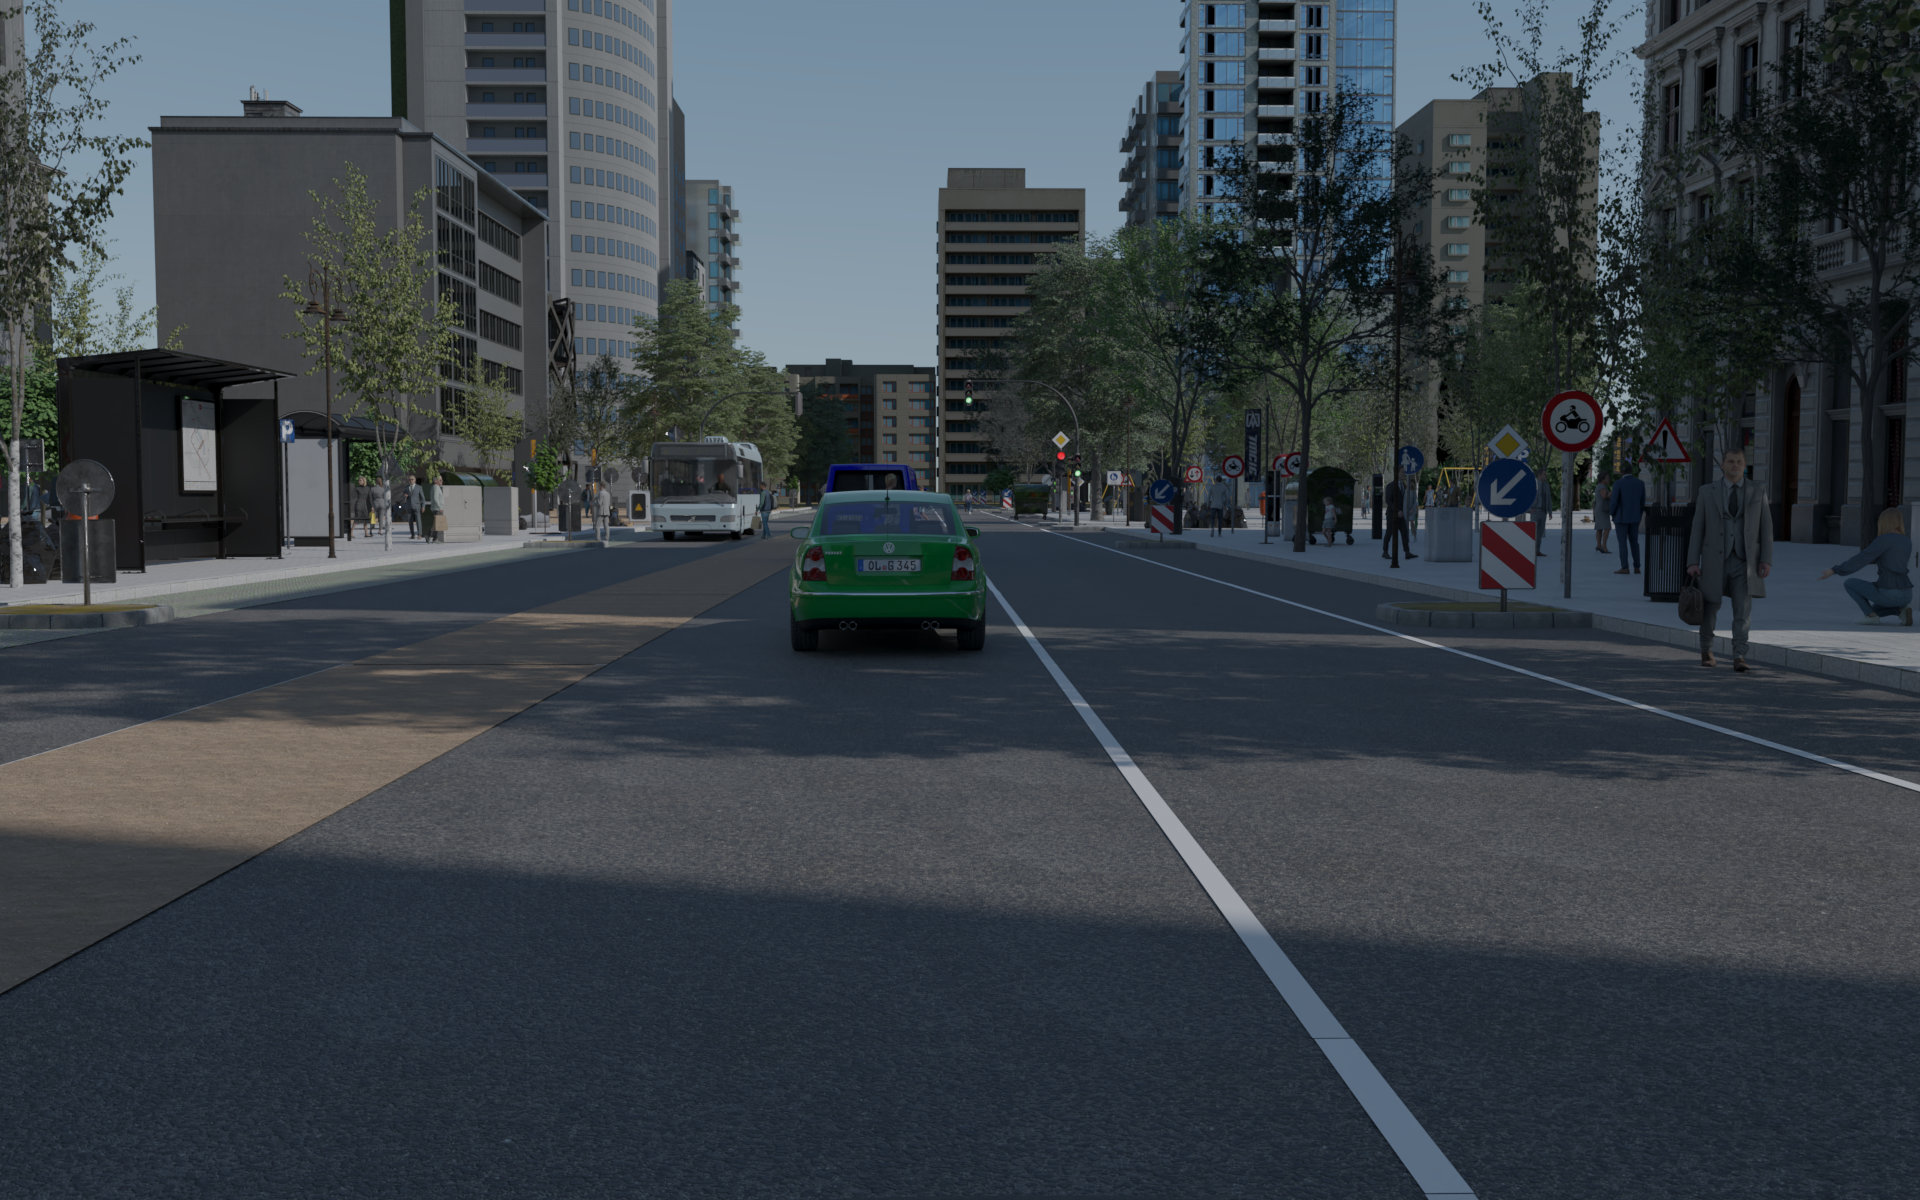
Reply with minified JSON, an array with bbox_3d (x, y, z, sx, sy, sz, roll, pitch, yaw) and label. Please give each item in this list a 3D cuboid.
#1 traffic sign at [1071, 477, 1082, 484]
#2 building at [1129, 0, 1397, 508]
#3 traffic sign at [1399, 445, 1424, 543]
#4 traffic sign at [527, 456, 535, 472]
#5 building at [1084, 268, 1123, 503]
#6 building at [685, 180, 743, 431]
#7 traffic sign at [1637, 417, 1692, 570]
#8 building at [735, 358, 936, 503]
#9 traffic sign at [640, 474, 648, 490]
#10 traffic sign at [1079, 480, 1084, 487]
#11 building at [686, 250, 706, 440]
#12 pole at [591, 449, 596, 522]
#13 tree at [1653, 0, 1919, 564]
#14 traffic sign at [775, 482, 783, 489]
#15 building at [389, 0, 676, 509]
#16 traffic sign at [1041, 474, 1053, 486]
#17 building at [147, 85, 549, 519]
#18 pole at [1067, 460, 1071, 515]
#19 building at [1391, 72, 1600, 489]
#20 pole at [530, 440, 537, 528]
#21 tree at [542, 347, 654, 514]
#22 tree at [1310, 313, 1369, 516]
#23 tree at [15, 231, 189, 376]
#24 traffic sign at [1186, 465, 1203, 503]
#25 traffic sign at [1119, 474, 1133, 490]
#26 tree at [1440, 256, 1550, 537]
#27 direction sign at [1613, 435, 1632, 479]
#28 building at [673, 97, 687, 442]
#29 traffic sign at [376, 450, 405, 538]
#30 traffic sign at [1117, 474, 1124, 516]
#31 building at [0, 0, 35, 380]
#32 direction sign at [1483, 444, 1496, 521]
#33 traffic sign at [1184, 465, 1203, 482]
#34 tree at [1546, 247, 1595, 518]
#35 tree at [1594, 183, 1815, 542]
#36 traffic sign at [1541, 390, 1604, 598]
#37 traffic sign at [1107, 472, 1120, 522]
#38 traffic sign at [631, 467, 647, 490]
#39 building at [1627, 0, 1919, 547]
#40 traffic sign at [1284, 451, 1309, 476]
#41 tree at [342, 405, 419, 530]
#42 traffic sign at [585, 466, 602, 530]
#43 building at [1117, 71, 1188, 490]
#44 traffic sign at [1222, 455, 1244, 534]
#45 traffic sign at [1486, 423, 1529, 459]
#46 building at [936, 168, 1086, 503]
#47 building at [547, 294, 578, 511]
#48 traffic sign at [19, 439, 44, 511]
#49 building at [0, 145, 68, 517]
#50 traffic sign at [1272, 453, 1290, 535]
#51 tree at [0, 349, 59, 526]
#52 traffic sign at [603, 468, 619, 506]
[{"bbox_3d":[7.452,-6.801,110.931,0.795,2.593,0.064,0,4,4],"label":"traffic sign"},{"bbox_3d":[29.592,-52.283,167.499,22.319,86.520,31.000,0,4,-1],"label":"building"},{"bbox_3d":[11.779,-2.777,45.503,0.768,2.556,0.104,1,4,8],"label":"traffic sign"},{"bbox_3d":[-14.294,-3.580,58.264,0.795,2.593,0.064,0,4,0],"label":"traffic sign"},{"bbox_3d":[29.903,-35.145,266.502,23.993,40.220,32.217,0,4,-1],"label":"building"},{"bbox_3d":[-47.796,-39.148,259.683,30.456,49.044,23.786,0,4,-1],"label":"building"},{"bbox_3d":[11.910,-1.794,29.344,0.884,2.594,0.081,0,4,5],"label":"traffic sign"},{"bbox_3d":[-18.179,-25.601,263.612,28.899,21.520,27.650,0,4,-1],"label":"building"},{"bbox_3d":[-18.123,-6.042,98.890,0.768,2.556,0.104,0,4,7],"label":"traffic sign"},{"bbox_3d":[8.820,-7.849,128.070,0.795,2.593,0.064,0,4,2],"label":"traffic sign"},{"bbox_3d":[-37.615,-26.570,206.119,14.107,30.474,14.160,0,4,-1],"label":"building"},{"bbox_3d":[-16.705,-5.208,78.996,0.158,3.312,0.155,0,3,0],"label":"pole"},{"bbox_3d":[16.313,-5.937,31.478,7.601,10.594,8.767,0,4,2],"label":"tree"},{"bbox_3d":[-15.054,-8.676,143.987,0.606,2.300,0.079,0,4,-1],"label":"traffic sign"},{"bbox_3d":[-39.686,-38.082,164.648,21.231,58.520,28.212,0,4,-1],"label":"building"},{"bbox_3d":[5.647,-6.846,112.036,0.768,2.556,0.104,0,4,4],"label":"traffic sign"},{"bbox_3d":[-34.974,-17.472,104.728,14.314,24.678,30.058,0,4,-1],"label":"building"},{"bbox_3d":[6.559,-6.743,104.087,0.158,3.312,0.155,0,3,0],"label":"pole"},{"bbox_3d":[62.783,-35.483,203.848,21.600,48.544,21.300,0,4,-1],"label":"building"},{"bbox_3d":[-16.064,-4.368,65.257,0.158,3.312,0.155,0,3,0],"label":"pole"},{"bbox_3d":[-23.035,-10.725,109.763,7.601,10.594,8.767,0,4,6],"label":"tree"},{"bbox_3d":[16.176,-7.066,65.886,4.360,8.622,3.978,0,3,0],"label":"tree"},{"bbox_3d":[-24.102,-5.982,48.166,4.737,8.622,4.395,0,3,0],"label":"tree"},{"bbox_3d":[10.451,-4.718,77.239,0.768,2.556,0.104,0,4,7],"label":"traffic sign"},{"bbox_3d":[10.441,-6.660,108.887,0.884,2.594,0.081,0,4,0],"label":"traffic sign"},{"bbox_3d":[17.053,-6.166,51.169,4.737,8.622,4.395,0,3,0],"label":"tree"},{"bbox_3d":[25.364,-4.548,66.362,0.876,3.537,0.379,-1,4,-20],"label":"direction sign"},{"bbox_3d":[-37.330,-32.805,186.471,14.600,45.320,14.200,0,4,-1],"label":"building"},{"bbox_3d":[-16.775,-3.117,50.972,0.884,2.594,0.081,0,4,8],"label":"traffic sign"},{"bbox_3d":[9.358,-6.271,102.631,0.768,2.556,0.104,0,4,2],"label":"traffic sign"},{"bbox_3d":[-34.146,-16.798,46.342,14.107,30.474,14.160,0,4,-1],"label":"building"},{"bbox_3d":[24.168,-5.326,79.080,0.876,3.537,0.379,-2,4,-34],"label":"direction sign"},{"bbox_3d":[10.484,-4.758,77.798,0.884,2.594,0.081,1,4,8],"label":"traffic sign"},{"bbox_3d":[18.730,-5.876,46.432,4.737,8.622,4.395,0,3,0],"label":"tree"},{"bbox_3d":[17.698,-5.485,40.044,4.737,8.622,4.395,0,3,0],"label":"tree"},{"bbox_3d":[7.489,-1.295,21.272,0.768,2.556,0.104,0,4,0],"label":"traffic sign"},{"bbox_3d":[6.949,-4.657,78.270,0.606,2.300,0.079,0,4,5],"label":"traffic sign"},{"bbox_3d":[-15.035,-4.957,81.154,0.768,2.556,0.104,0,4,8],"label":"traffic sign"},{"bbox_3d":[26.608,-13.254,45.588,11.050,23.489,19.941,0,4,-1],"label":"building"},{"bbox_3d":[10.057,-3.163,51.829,0.768,2.556,0.104,0,4,0],"label":"traffic sign"},{"bbox_3d":[-21.445,-4.844,62.915,4.285,4.588,4.351,0,3,0],"label":"tree"},{"bbox_3d":[-13.235,-3.694,62.520,0.606,2.300,0.079,0,4,5],"label":"traffic sign"},{"bbox_3d":[30.175,-35.460,199.377,23.786,49.044,30.456,0,4,-1],"label":"building"},{"bbox_3d":[8.848,-3.427,56.132,0.768,2.556,0.104,0,4,-1],"label":"traffic sign"},{"bbox_3d":[10.218,-1.992,32.306,0.795,2.593,0.064,0,4,1],"label":"traffic sign"},{"bbox_3d":[7.245,-38.896,259.650,21.600,48.544,21.300,0,4,-1],"label":"building"},{"bbox_3d":[-37.382,-15.984,128.786,16.820,18.784,16.811,0,4,-1],"label":"building"},{"bbox_3d":[-17.306,-1.838,32.174,0.606,2.300,0.079,0,4,4],"label":"traffic sign"},{"bbox_3d":[-68.945,-16.145,97.247,30.059,22.955,16.112,0,4,-1],"label":"building"},{"bbox_3d":[10.182,-3.323,54.444,0.768,2.556,0.104,0,4,4],"label":"traffic sign"},{"bbox_3d":[-20.894,-3.392,39.174,4.285,4.588,4.351,0,3,0],"label":"tree"},{"bbox_3d":[-16.862,-5.114,83.720,0.768,2.556,0.104,0,4,2],"label":"traffic sign"}]
